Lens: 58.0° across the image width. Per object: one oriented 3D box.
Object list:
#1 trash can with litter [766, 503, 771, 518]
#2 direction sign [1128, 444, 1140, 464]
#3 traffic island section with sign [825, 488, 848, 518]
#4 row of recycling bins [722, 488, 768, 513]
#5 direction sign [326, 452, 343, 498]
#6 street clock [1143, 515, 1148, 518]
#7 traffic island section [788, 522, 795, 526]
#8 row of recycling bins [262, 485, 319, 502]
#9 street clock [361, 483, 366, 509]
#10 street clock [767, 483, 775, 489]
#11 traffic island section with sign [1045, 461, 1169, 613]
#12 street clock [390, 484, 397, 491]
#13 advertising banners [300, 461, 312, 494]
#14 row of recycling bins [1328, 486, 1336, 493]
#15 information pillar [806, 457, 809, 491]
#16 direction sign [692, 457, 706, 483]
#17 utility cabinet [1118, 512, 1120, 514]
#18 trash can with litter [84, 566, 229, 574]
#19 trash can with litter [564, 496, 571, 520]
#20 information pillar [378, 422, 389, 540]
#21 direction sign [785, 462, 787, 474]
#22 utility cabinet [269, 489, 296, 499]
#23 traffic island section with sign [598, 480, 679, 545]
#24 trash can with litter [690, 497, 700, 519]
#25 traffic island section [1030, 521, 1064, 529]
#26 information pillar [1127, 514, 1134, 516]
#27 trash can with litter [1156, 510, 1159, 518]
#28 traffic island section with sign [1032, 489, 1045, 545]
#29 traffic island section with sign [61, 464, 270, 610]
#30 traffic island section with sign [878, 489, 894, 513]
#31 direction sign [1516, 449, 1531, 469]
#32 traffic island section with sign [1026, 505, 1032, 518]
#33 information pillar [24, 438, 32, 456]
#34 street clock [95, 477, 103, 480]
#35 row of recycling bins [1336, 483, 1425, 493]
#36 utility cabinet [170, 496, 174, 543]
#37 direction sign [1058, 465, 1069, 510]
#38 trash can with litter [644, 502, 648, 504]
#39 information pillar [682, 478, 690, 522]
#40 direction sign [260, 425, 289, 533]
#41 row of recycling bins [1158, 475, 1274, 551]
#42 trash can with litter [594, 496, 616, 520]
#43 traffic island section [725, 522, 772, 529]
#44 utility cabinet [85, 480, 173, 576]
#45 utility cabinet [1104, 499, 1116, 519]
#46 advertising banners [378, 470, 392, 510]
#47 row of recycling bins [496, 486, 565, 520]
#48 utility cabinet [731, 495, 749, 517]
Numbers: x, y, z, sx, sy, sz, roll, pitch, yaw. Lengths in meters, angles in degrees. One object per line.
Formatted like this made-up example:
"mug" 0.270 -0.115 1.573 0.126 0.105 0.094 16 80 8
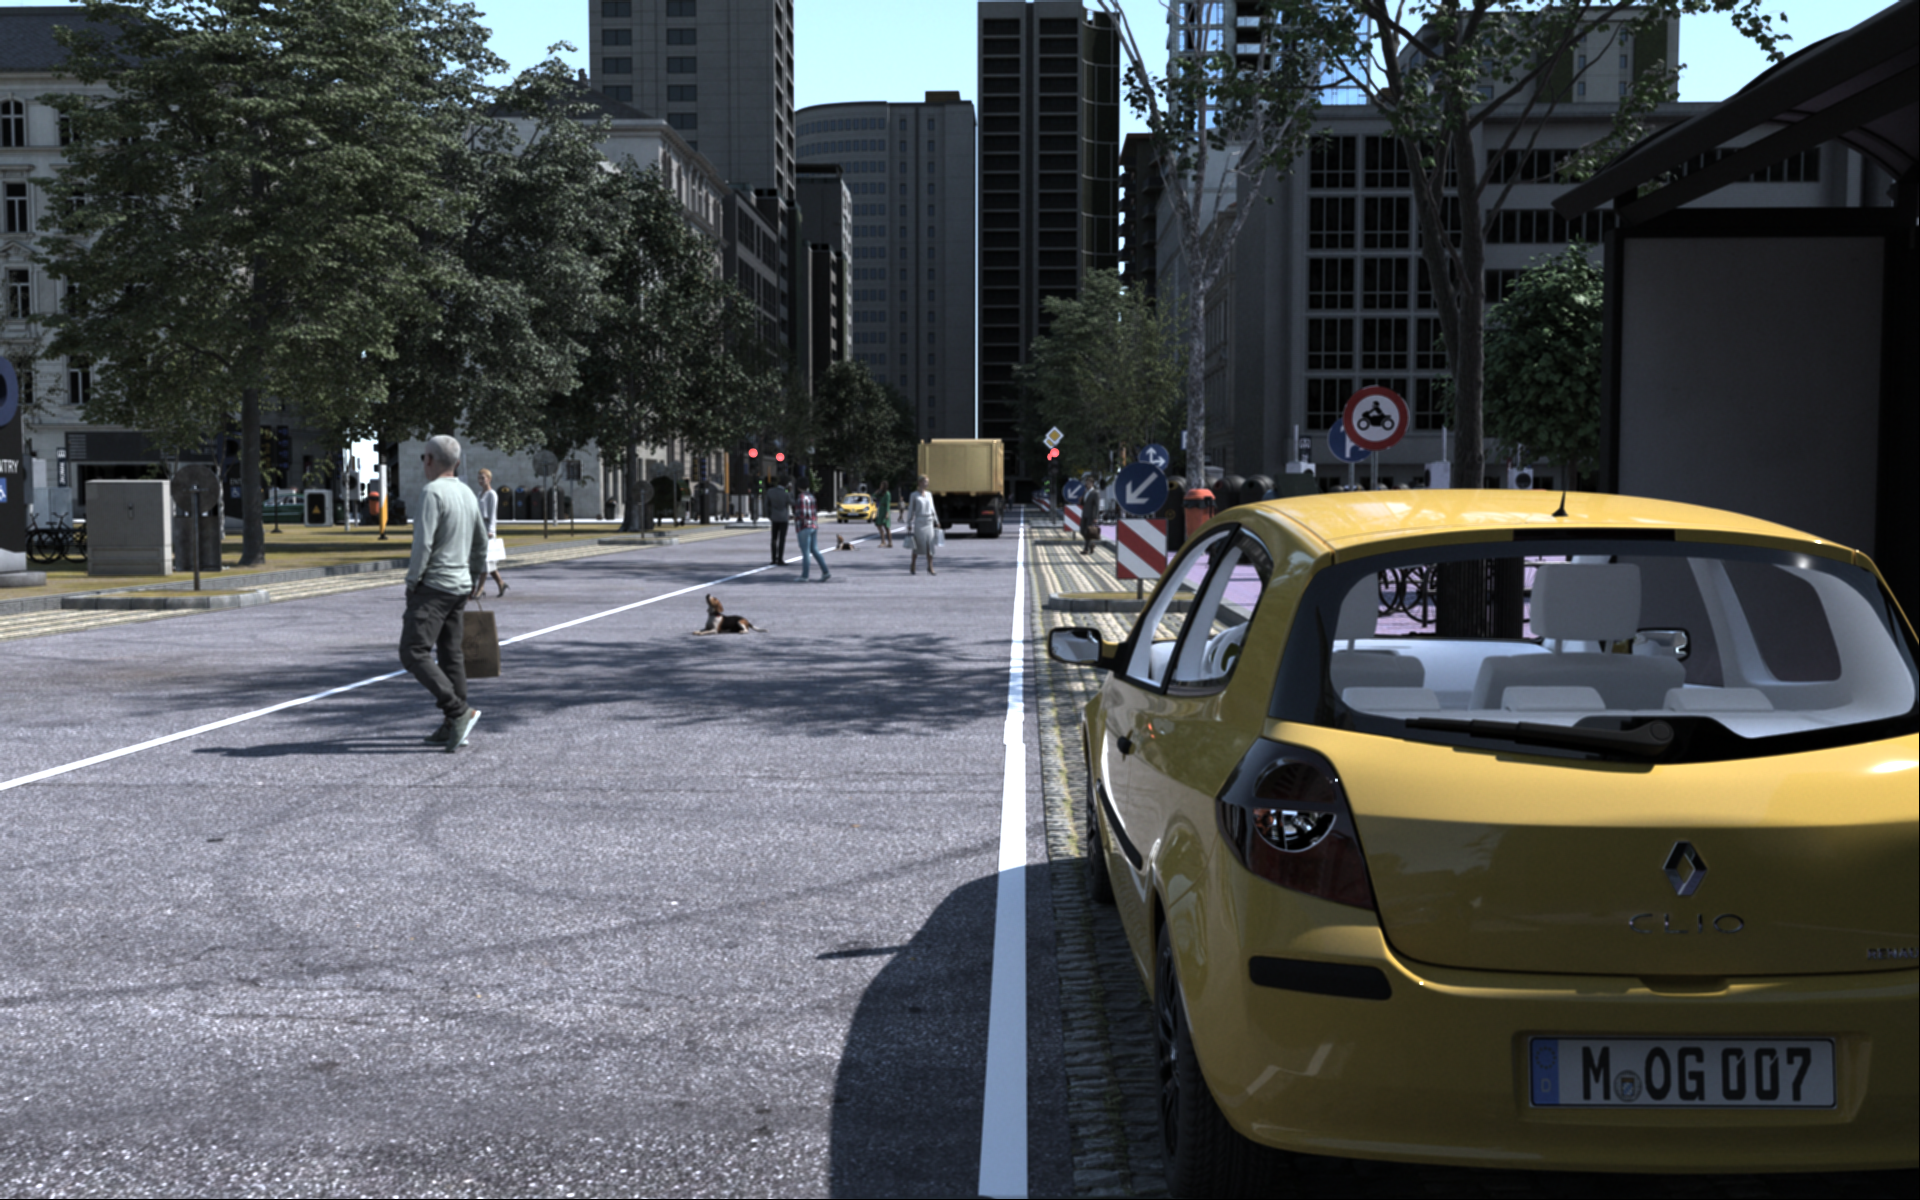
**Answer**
"trash can with litter" -9.755 -4.893 91.389 1.055 1.170 0.624 1 4 23
"direction sign" 7.899 -5.302 78.690 0.379 3.537 0.876 -2 4 -31
"traffic island section with sign" -7.050 -5.872 104.634 1.989 1.847 2.006 0 4 2
"row of recycling bins" -14.835 -6.716 116.926 3.534 1.692 1.069 -2 4 -35
"direction sign" -33.469 -6.159 92.701 0.876 3.537 0.379 0 4 2
"street clock" 4.945 -2.563 46.475 0.358 2.002 0.471 0 4 6
"traffic island section" -8.272 -3.534 80.058 2.009 0.180 2.903 0 4 2
"row of recycling bins" -32.644 -4.667 83.421 3.534 1.692 1.069 -3 5 -41
"street clock" -37.697 -6.406 109.306 0.358 2.002 0.471 0 4 2
"street clock" -11.950 -6.409 109.363 0.471 2.002 0.358 -1 4 -15
"traffic island section with sign" 2.109 -0.799 21.693 1.989 1.847 2.006 0 4 2
"street clock" -40.043 -7.211 122.466 0.471 2.002 0.358 -2 4 -25
"advertising banners" -35.369 -5.891 92.504 0.090 3.025 2.074 2 4 26
"row of recycling bins" 18.641 -4.737 84.561 1.069 1.692 3.534 1 4 20
"information pillar" -9.717 -7.268 110.193 0.183 3.616 0.504 0 4 5
"direction sign" -16.090 -7.029 106.914 0.876 3.537 0.379 -1 4 -22
"utility cabinet" 11.363 -6.705 120.786 1.020 1.237 0.306 0 4 1
"trash can with litter" -13.379 -1.089 28.867 2.233 1.210 1.678 -2 4 -28
"trash can with litter" -19.673 -4.603 86.653 0.624 1.170 1.055 -1 4 -9
"information pillar" -16.246 -3.509 48.721 0.183 3.616 0.504 0 4 -1
"direction sign" -12.270 -7.938 121.789 0.379 3.537 0.876 1 4 9
"utility cabinet" -31.605 -4.414 80.846 1.173 1.500 0.318 0 4 7
"traffic island section with sign" -9.065 -2.479 49.153 1.989 1.847 2.006 0 4 2
"trash can with litter" -13.589 -4.673 87.798 0.624 1.170 1.055 1 4 18
"traffic island section" 4.211 -3.506 79.602 2.009 0.180 2.903 0 4 2
"information pillar" 7.121 -4.122 71.881 0.304 2.012 0.304 -1 4 -11
"trash can with litter" 7.095 -3.198 63.347 1.678 1.210 2.233 1 4 22
"traffic island section with sign" 3.092 -2.452 48.713 1.989 1.847 2.006 0 4 2
"traffic island section with sign" -10.046 -0.831 22.216 1.989 1.847 2.006 0 4 2
"traffic island section with sign" -6.043 -7.554 132.128 1.989 1.847 2.006 0 4 2
"direction sign" 27.625 -5.684 84.924 0.876 3.537 0.379 -1 4 -20
"traffic island section with sign" 5.100 -5.844 104.185 1.989 1.847 2.006 0 4 2
"information pillar" -38.856 -4.945 72.201 0.504 3.616 0.183 1 4 19
"street clock" -36.322 -4.192 73.107 0.358 2.002 0.471 -3 4 -37
"row of recycling bins" 16.292 -3.595 65.890 3.534 1.692 1.069 3 4 37
"utility cabinet" -20.823 -2.092 45.364 0.306 1.237 1.020 -2 4 -33
"direction sign" 8.114 -8.806 135.975 0.876 3.537 0.379 -1 4 -20
"trash can with litter" -15.426 -4.488 84.766 0.624 1.170 1.055 -2 4 -27
"information pillar" -12.804 -4.675 80.927 0.304 2.012 0.304 -2 4 -24
"direction sign" -22.592 -3.985 57.146 0.876 3.537 0.379 -1 4 -13
"row of recycling bins" 5.707 -1.916 38.439 1.069 1.692 3.534 -2 4 -34
"trash can with litter" -17.444 -4.511 85.141 1.055 1.170 0.624 -1 4 -17
"traffic island section" -8.561 -3.046 72.079 2.009 0.180 2.903 0 4 2
"utility cabinet" -12.934 -1.117 26.948 1.173 1.500 0.318 0 4 -3
"utility cabinet" 7.242 -4.761 86.520 1.173 1.500 0.318 -3 5 -40
"advertising banners" -42.643 -8.115 128.867 0.090 3.025 2.074 1 4 16
"row of recycling bins" -21.043 -4.755 84.861 3.534 1.692 1.069 1 4 11
"utility cabinet" -12.166 -5.171 95.714 1.020 1.237 0.306 2 4 30
